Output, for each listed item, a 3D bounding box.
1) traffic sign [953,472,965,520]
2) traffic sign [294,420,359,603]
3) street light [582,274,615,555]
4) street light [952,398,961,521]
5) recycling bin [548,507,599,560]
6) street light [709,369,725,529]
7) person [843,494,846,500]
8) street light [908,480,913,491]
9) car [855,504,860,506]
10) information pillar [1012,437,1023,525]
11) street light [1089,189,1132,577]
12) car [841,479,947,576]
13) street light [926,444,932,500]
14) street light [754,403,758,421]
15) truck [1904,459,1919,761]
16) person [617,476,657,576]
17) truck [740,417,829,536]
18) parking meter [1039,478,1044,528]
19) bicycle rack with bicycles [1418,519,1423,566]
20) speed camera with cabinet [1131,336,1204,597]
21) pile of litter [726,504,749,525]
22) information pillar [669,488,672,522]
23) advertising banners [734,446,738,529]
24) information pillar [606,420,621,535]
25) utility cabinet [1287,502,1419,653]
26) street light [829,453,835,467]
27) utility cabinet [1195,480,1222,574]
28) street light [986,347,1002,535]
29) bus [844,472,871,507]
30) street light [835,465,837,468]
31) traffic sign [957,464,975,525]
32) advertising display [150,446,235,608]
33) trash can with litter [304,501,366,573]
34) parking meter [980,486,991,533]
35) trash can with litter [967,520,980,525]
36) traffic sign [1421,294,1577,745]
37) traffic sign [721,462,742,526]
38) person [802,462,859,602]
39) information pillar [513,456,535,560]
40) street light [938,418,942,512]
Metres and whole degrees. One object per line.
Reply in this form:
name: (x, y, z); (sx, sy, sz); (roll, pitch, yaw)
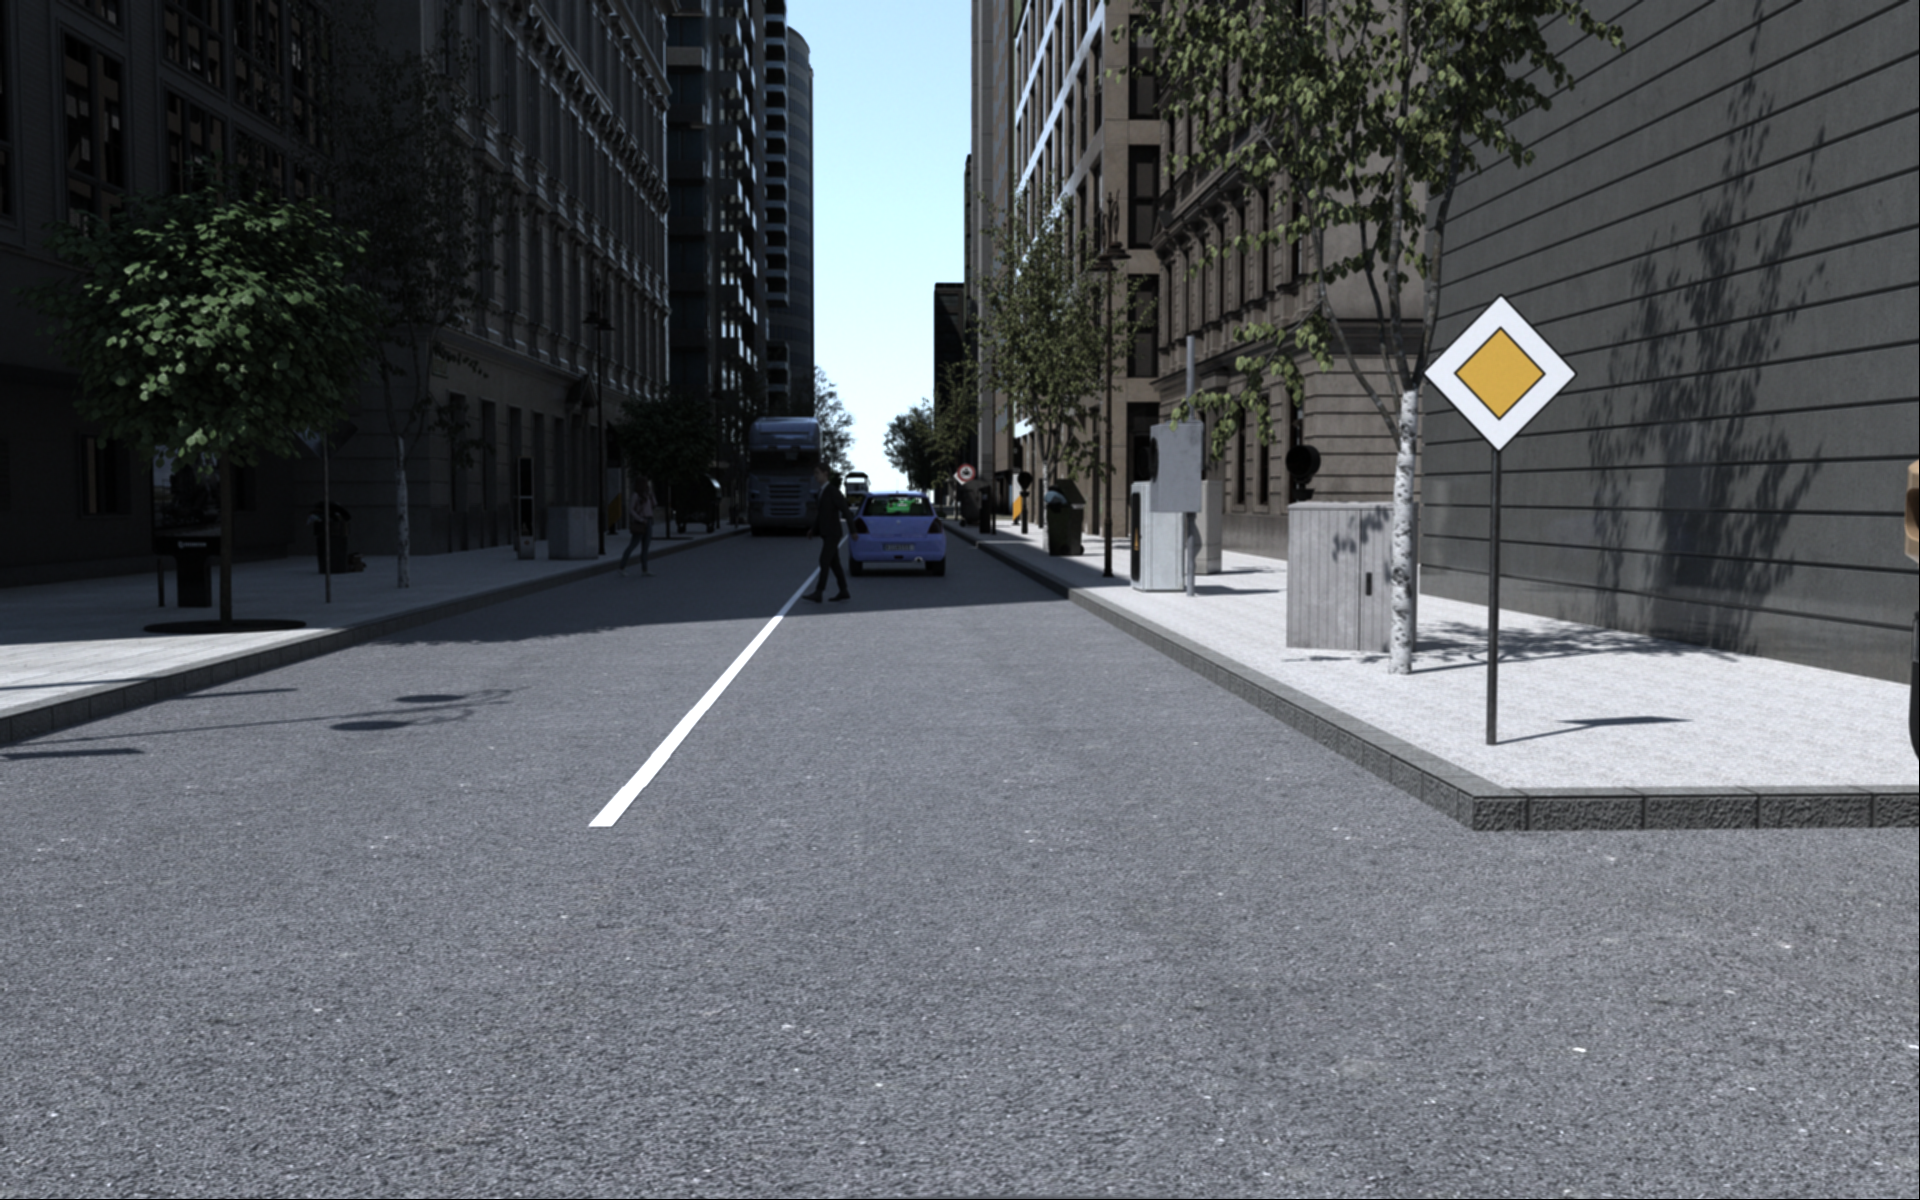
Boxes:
traffic sign: (0.092, -4.387, 72.916); (0.795, 2.450, 0.064); (0, 4, 1)
traffic sign: (-7.429, -1.170, 20.307); (0.795, 2.450, 0.064); (0, 4, 3)
street light: (-7.589, -3.897, 36.500); (0.468, 5.910, 1.993); (0, 4, -3)
street light: (-0.174, -6.771, 83.500); (0.468, 5.910, 1.993); (0, 4, -3)
recycling bin: (-7.601, -1.314, 34.031); (0.722, 1.027, 0.722); (3, 5, 41)
street light: (-8.976, -5.582, 64.061); (0.468, 5.910, 1.993); (0, 4, -3)
person: (-10.544, -8.869, 156.759); (0.557, 1.426, 1.065); (1, 4, 22)
street light: (-7.211, -16.520, 242.891); (0.468, 5.910, 1.993); (0, 4, -3)
car: (-11.483, -11.852, 203.558); (2.009, 1.686, 4.222); (0, 4, -4)
information pillar: (2.365, -4.877, 71.090); (0.504, 3.616, 0.183); (3, 5, 44)
street light: (2.296, -3.295, 26.667); (0.468, 5.910, 1.993); (0, 4, -3)
car: (-1.189, -1.345, 31.586); (1.945, 1.707, 3.694); (0, 4, -4)
street light: (-2.355, -9.743, 132.081); (0.468, 5.910, 1.993); (0, 4, -3)
street light: (-9.961, -6.900, 85.600); (0.468, 5.910, 1.993); (0, 4, -3)
truck: (8.248, -0.986, 5.031); (11.283, 4.237, 2.839); (0, 4, -1)
person: (-5.630, -1.289, 30.172); (0.643, 1.750, 0.593); (1, 4, 18)
truck: (-6.317, -4.689, 66.423); (2.967, 4.110, 18.799); (0, 4, -3)
parking meter: (3.079, -3.618, 64.865); (0.255, 1.863, 0.399); (0, 4, 3)
bicycle rack with bicycles: (8.433, -0.897, 28.053); (2.852, 0.926, 2.925); (2, 4, 31)
speed camera with cabinet: (2.655, -1.719, 22.439); (0.660, 3.252, 2.038); (0, 4, -4)
pile of litter: (-9.320, -3.628, 73.279); (1.176, 0.858, 1.719); (0, 4, -3)
information pillar: (-13.534, -5.418, 79.946); (0.183, 3.616, 0.504); (1, 4, 19)
advertising banners: (-8.305, -4.156, 64.139); (0.090, 3.025, 2.074); (0, 4, -5)
information pillar: (-10.919, -3.870, 54.629); (0.504, 3.616, 0.183); (2, 4, 28)
utility cabinet: (3.225, -0.190, 14.274); (1.020, 1.237, 0.306); (2, 4, 31)
street light: (-14.784, -13.687, 196.565); (0.468, 5.910, 1.993); (0, 4, -3)
utility cabinet: (3.937, -1.170, 27.812); (0.318, 1.500, 1.173); (1, 4, 20)
street light: (1.070, -5.005, 54.614); (0.468, 5.910, 1.993); (0, 4, -3)
bus: (-11.530, -12.312, 192.855); (2.896, 3.916, 12.252); (0, 4, -4)
street light: (-16.096, -15.421, 224.926); (0.468, 5.910, 1.993); (0, 4, -3)
traffic sign: (0.267, -4.426, 72.469); (0.768, 2.556, 0.104); (0, 4, 4)
advertising display: (-8.683, -0.880, 19.596); (0.974, 1.923, 0.123); (1, 4, 11)
trash can with litter: (-10.163, -1.031, 28.245); (0.624, 1.170, 1.055); (0, 4, 7)
parking meter: (0.823, -2.944, 56.547); (0.372, 1.533, 0.369); (0, 3, 0)
trash can with litter: (0.620, -3.658, 71.198); (0.624, 1.170, 1.055); (-1, 4, -19)
traffic sign: (2.715, -0.315, 8.795); (0.795, 2.450, 0.064); (0, 4, -3)
traffic sign: (-9.307, -4.317, 70.585); (0.884, 2.594, 0.081); (0, 4, 5)
person: (-1.792, -0.900, 22.999); (0.755, 1.850, 0.659); (-2, 4, -26)
information pillar: (-8.521, -1.800, 33.930); (0.304, 2.012, 0.304); (-2, 4, -23)
street light: (-1.135, -7.983, 103.314); (0.468, 5.910, 1.993); (0, 4, -3)
